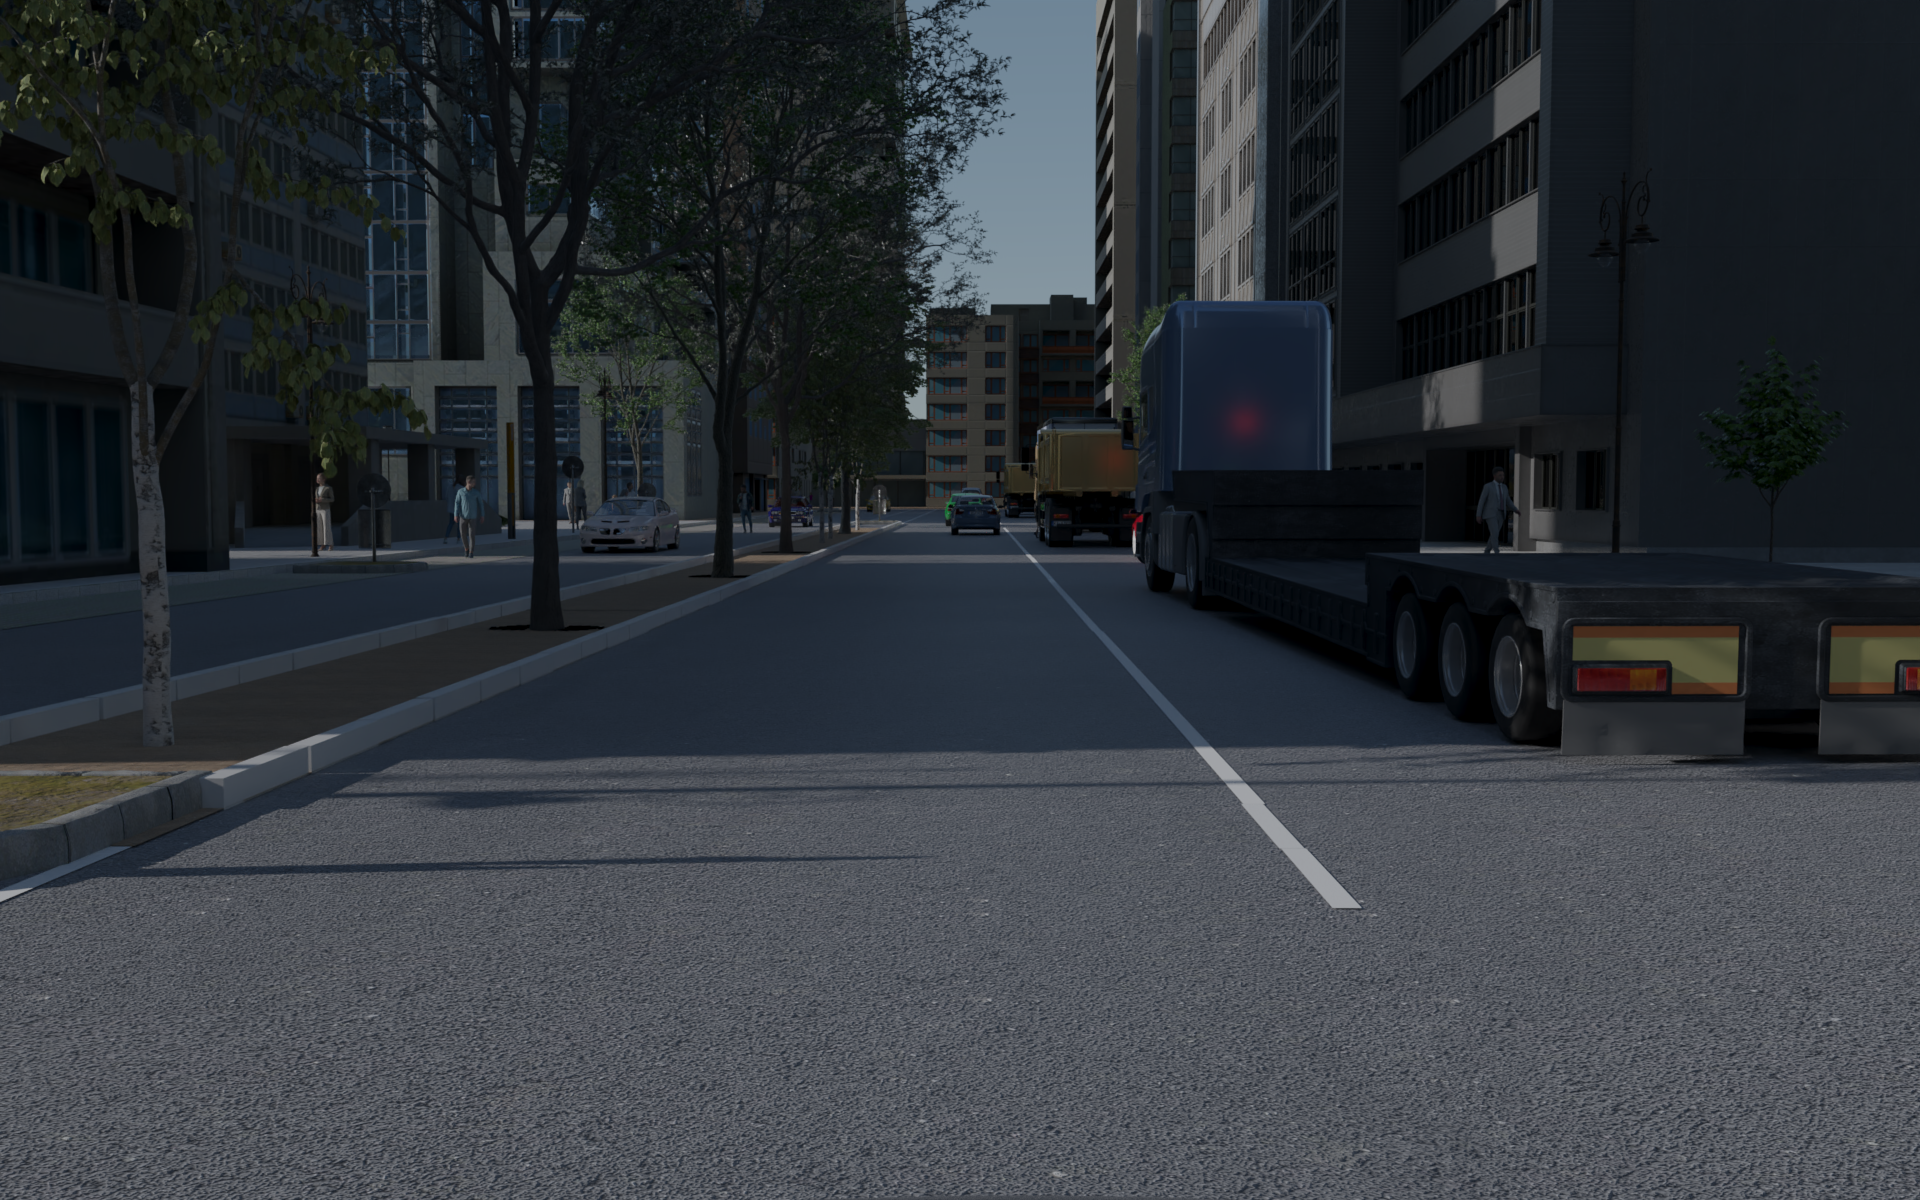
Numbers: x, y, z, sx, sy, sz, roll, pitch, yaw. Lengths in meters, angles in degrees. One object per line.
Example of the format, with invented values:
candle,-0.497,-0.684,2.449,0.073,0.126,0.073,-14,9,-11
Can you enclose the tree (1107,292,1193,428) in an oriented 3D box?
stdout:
tree,11.471,-9.921,87.969,9.928,11.665,9.643,0,3,0

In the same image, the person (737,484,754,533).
person,-7.843,-3.334,63.360,0.623,1.781,0.721,-1,4,-9

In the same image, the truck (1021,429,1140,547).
truck,3.623,-3.331,50.391,3.469,3.379,9.791,0,3,0

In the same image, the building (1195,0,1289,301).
building,17.106,-15.547,72.213,12.078,24.808,19.932,0,4,0

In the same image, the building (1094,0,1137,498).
building,22.754,-31.929,145.747,21.300,48.544,21.600,0,4,0

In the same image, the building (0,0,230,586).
building,-23.096,-24.082,17.446,21.300,48.544,21.600,0,4,0

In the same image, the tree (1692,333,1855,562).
tree,9.756,-1.620,21.085,1.663,3.219,1.824,0,3,0

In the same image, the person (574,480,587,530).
person,-13.668,-3.442,62.509,0.537,1.800,0.526,2,4,33

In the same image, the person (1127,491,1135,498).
person,6.728,-3.610,67.408,0.818,1.842,0.514,-2,4,-31

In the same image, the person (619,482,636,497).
person,-11.065,-2.997,57.594,0.679,1.850,0.850,-3,4,-37

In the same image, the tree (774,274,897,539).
tree,-4.133,-6.253,55.050,4.360,8.622,3.978,0,3,0

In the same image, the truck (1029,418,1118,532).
truck,4.442,-4.901,69.051,2.839,4.237,11.283,0,4,-1

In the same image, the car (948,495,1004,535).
car,0.563,-3.049,61.859,2.014,1.417,4.499,0,4,1

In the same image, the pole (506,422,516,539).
pole,-12.780,-3.391,49.283,0.158,3.312,0.155,0,3,0

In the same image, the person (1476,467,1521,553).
person,10.096,-1.610,32.647,0.678,1.792,0.850,-1,4,-23

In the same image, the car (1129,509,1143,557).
car,4.878,-1.791,38.320,2.155,1.783,4.494,0,4,-1

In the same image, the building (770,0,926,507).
building,-16.928,-36.149,180.277,27.495,52.752,28.713,0,4,0

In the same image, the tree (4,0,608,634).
tree,-4.308,-6.410,17.633,12.009,13.543,11.850,0,3,0

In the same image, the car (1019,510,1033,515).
car,4.919,-6.718,122.199,2.083,1.381,4.827,0,4,2

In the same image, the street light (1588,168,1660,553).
street light,9.520,-3.193,24.995,0.468,5.910,1.993,0,4,0

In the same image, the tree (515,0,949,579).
tree,-3.935,-6.171,29.115,9.928,11.665,9.643,0,3,0

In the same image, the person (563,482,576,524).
person,-16.944,-4.236,75.425,0.709,1.813,0.853,0,4,-3

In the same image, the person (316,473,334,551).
person,-14.419,-1.990,39.121,0.519,1.759,0.362,1,4,19

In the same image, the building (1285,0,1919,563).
building,18.254,-13.906,46.430,14.314,24.678,30.058,0,4,0

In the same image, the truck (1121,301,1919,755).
truck,4.138,-1.750,18.375,2.967,4.110,18.799,0,4,-1

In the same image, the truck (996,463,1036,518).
truck,4.083,-6.820,107.438,3.469,3.379,9.791,0,4,-1

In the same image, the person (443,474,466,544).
person,-13.044,-2.351,44.747,0.793,1.790,0.793,-1,4,-20

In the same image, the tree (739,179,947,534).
tree,-4.202,-8.652,62.042,7.486,12.596,7.792,0,3,0

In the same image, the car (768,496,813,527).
car,-7.406,-3.878,75.991,1.945,1.354,3.894,0,4,0

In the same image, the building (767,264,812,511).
building,-28.033,-18.260,143.588,28.899,21.520,27.650,0,4,0

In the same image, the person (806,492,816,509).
person,-12.796,-8.515,148.494,0.991,1.433,0.599,1,4,14

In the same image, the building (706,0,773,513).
building,-20.888,-28.770,120.500,14.600,45.320,14.200,0,4,0

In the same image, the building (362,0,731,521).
building,-24.365,-47.954,96.712,22.319,86.520,31.000,0,4,0

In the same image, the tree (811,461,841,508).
tree,-12.353,-10.773,159.852,4.285,4.588,4.351,0,3,0

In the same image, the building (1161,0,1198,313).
building,18.463,-20.101,100.352,14.160,30.474,14.107,0,4,0

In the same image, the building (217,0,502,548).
building,-31.119,-21.812,48.504,32.217,40.220,23.993,0,4,0

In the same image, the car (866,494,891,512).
car,-6.516,-7.862,138.767,2.015,1.641,3.980,0,4,2

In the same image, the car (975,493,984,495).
car,0.714,-5.367,96.788,2.155,1.783,4.494,0,4,2

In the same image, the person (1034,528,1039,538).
person,2.694,-2.922,56.295,0.654,1.822,0.581,0,4,-8

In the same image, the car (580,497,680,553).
car,-8.304,-1.928,43.888,2.083,1.381,4.827,0,4,1

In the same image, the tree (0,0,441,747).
tree,-4.507,-3.456,9.326,4.737,8.622,4.395,0,3,0

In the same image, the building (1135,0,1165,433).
building,22.857,-35.387,120.582,21.231,58.520,28.212,0,4,0

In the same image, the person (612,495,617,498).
person,-14.575,-3.833,73.401,0.332,1.250,0.352,1,4,10

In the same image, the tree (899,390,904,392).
tree,-4.044,-7.055,68.173,4.360,8.622,3.978,0,3,0

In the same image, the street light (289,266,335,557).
street light,-13.195,-3.821,35.256,0.468,5.910,1.993,0,4,0

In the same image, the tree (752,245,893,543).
tree,-3.972,-5.933,49.831,4.737,8.622,4.395,0,3,0

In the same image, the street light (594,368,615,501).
street light,-13.000,-5.550,63.529,0.468,5.910,1.993,0,4,0

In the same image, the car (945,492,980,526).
car,0.290,-4.253,78.330,1.959,1.807,4.718,0,4,2

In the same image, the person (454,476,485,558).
person,-10.922,-1.853,38.654,0.638,1.841,0.748,0,4,-2

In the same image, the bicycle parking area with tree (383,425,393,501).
bicycle parking area with tree,-26.513,-5.214,72.256,8.231,4.147,9.016,1,4,13

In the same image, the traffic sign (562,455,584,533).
traffic sign,-12.774,-3.488,57.142,0.768,2.556,0.104,1,4,8

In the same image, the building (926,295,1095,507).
building,11.268,-20.547,180.982,28.899,21.520,27.650,0,4,0

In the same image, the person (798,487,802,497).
person,-12.542,-7.924,135.583,0.705,1.826,1.348,0,4,7
